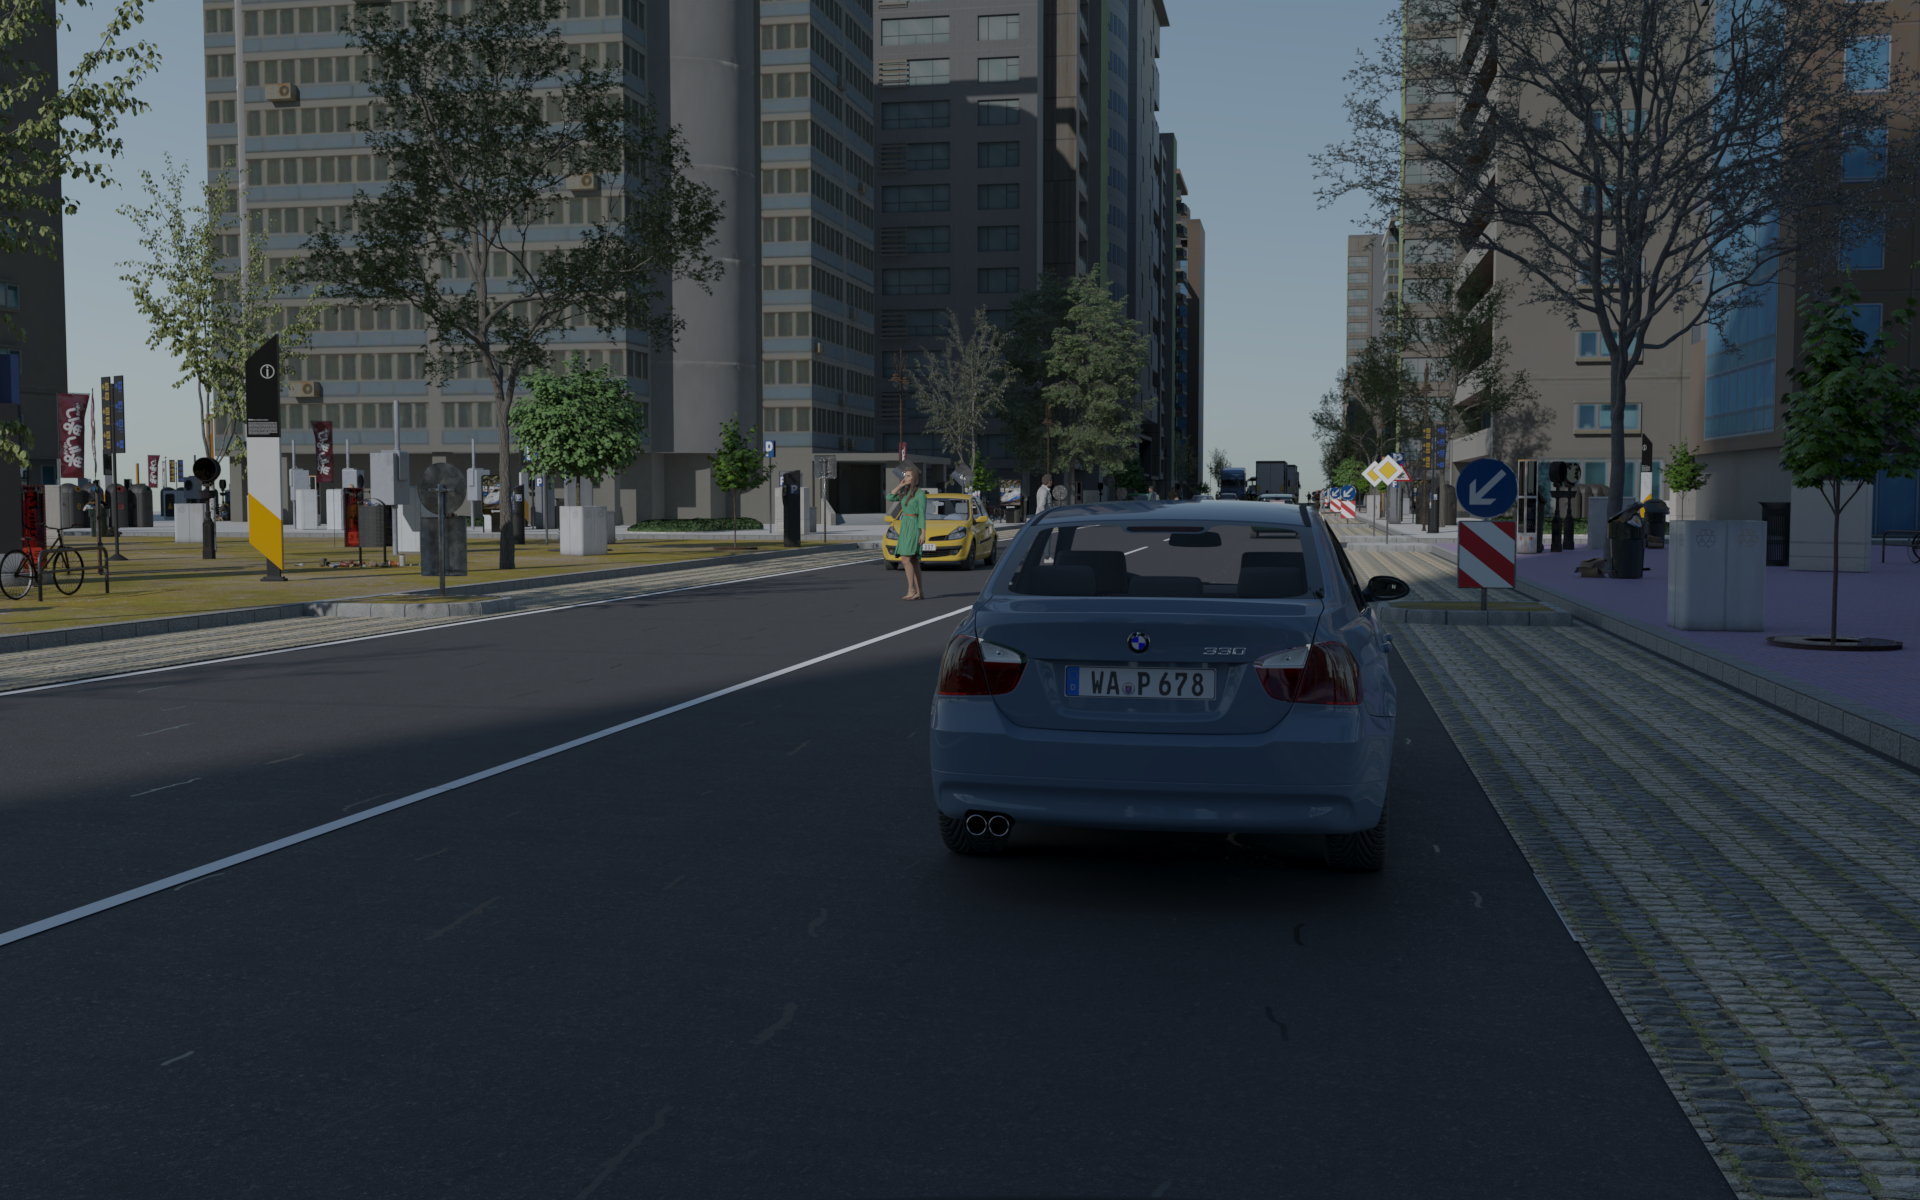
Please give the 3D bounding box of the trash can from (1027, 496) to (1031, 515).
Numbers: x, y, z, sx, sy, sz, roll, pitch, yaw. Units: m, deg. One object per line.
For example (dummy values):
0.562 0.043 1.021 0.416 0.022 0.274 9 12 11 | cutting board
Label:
3.904 -5.700 104.853 0.748 1.137 0.748 0 3 0 | trash can

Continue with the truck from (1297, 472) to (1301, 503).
42.256 -14.271 222.250 2.839 4.237 11.283 1 4 12 | truck

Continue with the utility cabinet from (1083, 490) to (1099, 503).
7.881 -5.833 104.053 0.318 1.500 1.173 3 5 44 | utility cabinet

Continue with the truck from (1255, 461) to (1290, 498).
27.214 -9.906 150.880 2.839 4.237 11.283 1 4 12 | truck

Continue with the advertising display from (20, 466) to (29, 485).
-17.468 -1.623 31.757 0.123 1.923 0.974 1 4 13 | advertising display

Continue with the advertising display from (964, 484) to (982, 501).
0.572 -4.286 75.287 0.974 1.923 0.123 3 5 44 | advertising display

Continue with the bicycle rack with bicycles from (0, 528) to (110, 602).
-12.011 -0.485 21.319 2.852 0.926 2.925 0 4 -1 | bicycle rack with bicycles

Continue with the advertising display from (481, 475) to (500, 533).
-15.436 -3.209 57.682 0.974 1.923 0.123 -1 4 -23 | advertising display

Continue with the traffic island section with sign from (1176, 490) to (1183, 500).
19.284 -8.786 152.281 1.989 1.847 2.006 1 4 11 | traffic island section with sign

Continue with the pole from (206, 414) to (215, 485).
-19.070 -3.073 44.093 0.158 3.312 0.155 0 3 0 | pole

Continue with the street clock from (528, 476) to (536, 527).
-16.821 -3.893 68.227 0.471 2.002 0.358 -2 4 -28 | street clock

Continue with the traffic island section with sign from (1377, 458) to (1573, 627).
5.796 -0.678 19.709 1.989 1.847 2.006 1 4 11 | traffic island section with sign

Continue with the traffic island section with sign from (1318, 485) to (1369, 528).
16.528 -4.021 74.366 1.989 1.847 2.006 1 4 11 | traffic island section with sign

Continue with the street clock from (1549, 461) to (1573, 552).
13.174 -2.057 38.196 0.358 2.002 0.471 3 5 43 | street clock

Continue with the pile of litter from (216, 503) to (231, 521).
-35.105 -4.169 82.126 1.176 0.858 1.719 2 4 31 | pile of litter

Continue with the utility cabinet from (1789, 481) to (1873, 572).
14.374 -1.218 28.587 1.173 1.500 0.318 3 5 45 | utility cabinet

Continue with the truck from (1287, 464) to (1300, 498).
31.724 -11.054 169.639 2.839 4.237 11.283 1 4 12 | truck

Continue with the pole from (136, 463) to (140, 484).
-54.292 -7.373 114.385 0.158 3.312 0.155 0 3 0 | pole

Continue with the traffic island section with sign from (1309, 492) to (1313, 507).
31.352 -8.636 149.820 1.989 1.847 2.006 1 4 11 | traffic island section with sign

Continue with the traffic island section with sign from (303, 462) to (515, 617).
-6.528 -0.754 20.961 1.989 1.847 2.006 1 4 11 | traffic island section with sign

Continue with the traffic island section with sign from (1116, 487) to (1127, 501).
9.685 -5.801 103.473 1.989 1.847 2.006 1 4 11 | traffic island section with sign

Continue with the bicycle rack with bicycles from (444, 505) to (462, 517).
-17.977 -2.762 58.546 2.852 0.926 2.925 0 4 3 | bicycle rack with bicycles

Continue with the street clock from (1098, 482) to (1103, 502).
8.644 -6.240 106.595 0.358 2.002 0.471 1 4 22 | street clock

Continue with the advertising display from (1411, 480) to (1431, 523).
20.538 -4.399 77.134 0.974 1.923 0.123 -2 4 -24 | advertising display

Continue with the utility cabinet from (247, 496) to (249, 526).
-28.755 -3.649 70.827 0.306 1.237 1.020 0 4 5 | utility cabinet

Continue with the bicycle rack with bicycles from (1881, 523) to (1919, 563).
18.316 -1.120 31.693 2.852 0.926 2.925 0 4 -5 | bicycle rack with bicycles

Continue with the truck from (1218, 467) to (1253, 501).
28.966 -11.689 180.876 2.967 4.110 18.799 1 4 12 | truck

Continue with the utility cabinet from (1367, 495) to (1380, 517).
23.342 -5.271 97.341 0.306 1.237 1.020 -3 4 -36 | utility cabinet

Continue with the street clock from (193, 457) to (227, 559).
-14.800 -1.805 34.083 0.471 2.002 0.358 0 4 -2 | street clock

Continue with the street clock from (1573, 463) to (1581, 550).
14.020 -2.158 39.854 0.471 2.002 0.358 -2 4 -24 | street clock

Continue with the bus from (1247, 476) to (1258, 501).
41.960 -15.435 243.906 2.896 3.916 12.252 1 4 13 | bus

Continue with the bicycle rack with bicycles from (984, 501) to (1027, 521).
1.751 -4.327 84.126 2.925 0.926 2.852 -2 4 -29 | bicycle rack with bicycles

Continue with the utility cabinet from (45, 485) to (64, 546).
-22.579 -2.055 42.276 1.173 1.500 0.318 -1 4 -14 | utility cabinet

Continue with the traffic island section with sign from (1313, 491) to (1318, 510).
21.730 -5.638 100.816 1.989 1.847 2.006 1 4 11 | traffic island section with sign

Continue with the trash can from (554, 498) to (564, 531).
-13.906 -3.018 60.995 0.748 1.137 0.748 0 3 0 | trash can

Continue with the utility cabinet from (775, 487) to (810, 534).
-5.313 -2.819 54.770 1.173 1.500 0.318 2 4 34 | utility cabinet

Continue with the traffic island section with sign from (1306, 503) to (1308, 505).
36.649 -10.286 176.810 1.989 1.847 2.006 1 4 11 | traffic island section with sign

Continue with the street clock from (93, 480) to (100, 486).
-47.058 -5.487 94.280 0.358 2.002 0.471 -2 4 -28 | street clock

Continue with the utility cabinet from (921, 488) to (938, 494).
-1.439 -3.494 65.807 1.173 1.500 0.318 0 4 -3 | utility cabinet

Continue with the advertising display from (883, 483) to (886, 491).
-4.190 -5.921 102.024 0.974 1.923 0.123 0 4 4 | advertising display

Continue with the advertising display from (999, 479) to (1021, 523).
2.186 -4.306 75.625 0.974 1.923 0.123 -1 4 -15 | advertising display

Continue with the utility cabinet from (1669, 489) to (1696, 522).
27.103 -3.441 64.935 1.173 1.500 0.318 -2 4 -32 | utility cabinet

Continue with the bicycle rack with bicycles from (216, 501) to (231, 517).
-39.331 -4.782 91.572 2.925 0.926 2.852 -2 4 -25 | bicycle rack with bicycles

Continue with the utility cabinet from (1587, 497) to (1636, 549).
15.136 -1.778 40.236 1.020 1.237 0.306 2 4 24 | utility cabinet

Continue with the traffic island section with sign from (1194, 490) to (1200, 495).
24.571 -10.432 179.185 1.989 1.847 2.006 1 4 11 | traffic island section with sign

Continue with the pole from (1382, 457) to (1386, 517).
23.208 -6.179 94.873 0.158 3.312 0.155 0 3 0 | pole

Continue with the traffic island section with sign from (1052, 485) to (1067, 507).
4.412 -4.158 76.610 1.989 1.847 2.006 1 4 11 | traffic island section with sign
